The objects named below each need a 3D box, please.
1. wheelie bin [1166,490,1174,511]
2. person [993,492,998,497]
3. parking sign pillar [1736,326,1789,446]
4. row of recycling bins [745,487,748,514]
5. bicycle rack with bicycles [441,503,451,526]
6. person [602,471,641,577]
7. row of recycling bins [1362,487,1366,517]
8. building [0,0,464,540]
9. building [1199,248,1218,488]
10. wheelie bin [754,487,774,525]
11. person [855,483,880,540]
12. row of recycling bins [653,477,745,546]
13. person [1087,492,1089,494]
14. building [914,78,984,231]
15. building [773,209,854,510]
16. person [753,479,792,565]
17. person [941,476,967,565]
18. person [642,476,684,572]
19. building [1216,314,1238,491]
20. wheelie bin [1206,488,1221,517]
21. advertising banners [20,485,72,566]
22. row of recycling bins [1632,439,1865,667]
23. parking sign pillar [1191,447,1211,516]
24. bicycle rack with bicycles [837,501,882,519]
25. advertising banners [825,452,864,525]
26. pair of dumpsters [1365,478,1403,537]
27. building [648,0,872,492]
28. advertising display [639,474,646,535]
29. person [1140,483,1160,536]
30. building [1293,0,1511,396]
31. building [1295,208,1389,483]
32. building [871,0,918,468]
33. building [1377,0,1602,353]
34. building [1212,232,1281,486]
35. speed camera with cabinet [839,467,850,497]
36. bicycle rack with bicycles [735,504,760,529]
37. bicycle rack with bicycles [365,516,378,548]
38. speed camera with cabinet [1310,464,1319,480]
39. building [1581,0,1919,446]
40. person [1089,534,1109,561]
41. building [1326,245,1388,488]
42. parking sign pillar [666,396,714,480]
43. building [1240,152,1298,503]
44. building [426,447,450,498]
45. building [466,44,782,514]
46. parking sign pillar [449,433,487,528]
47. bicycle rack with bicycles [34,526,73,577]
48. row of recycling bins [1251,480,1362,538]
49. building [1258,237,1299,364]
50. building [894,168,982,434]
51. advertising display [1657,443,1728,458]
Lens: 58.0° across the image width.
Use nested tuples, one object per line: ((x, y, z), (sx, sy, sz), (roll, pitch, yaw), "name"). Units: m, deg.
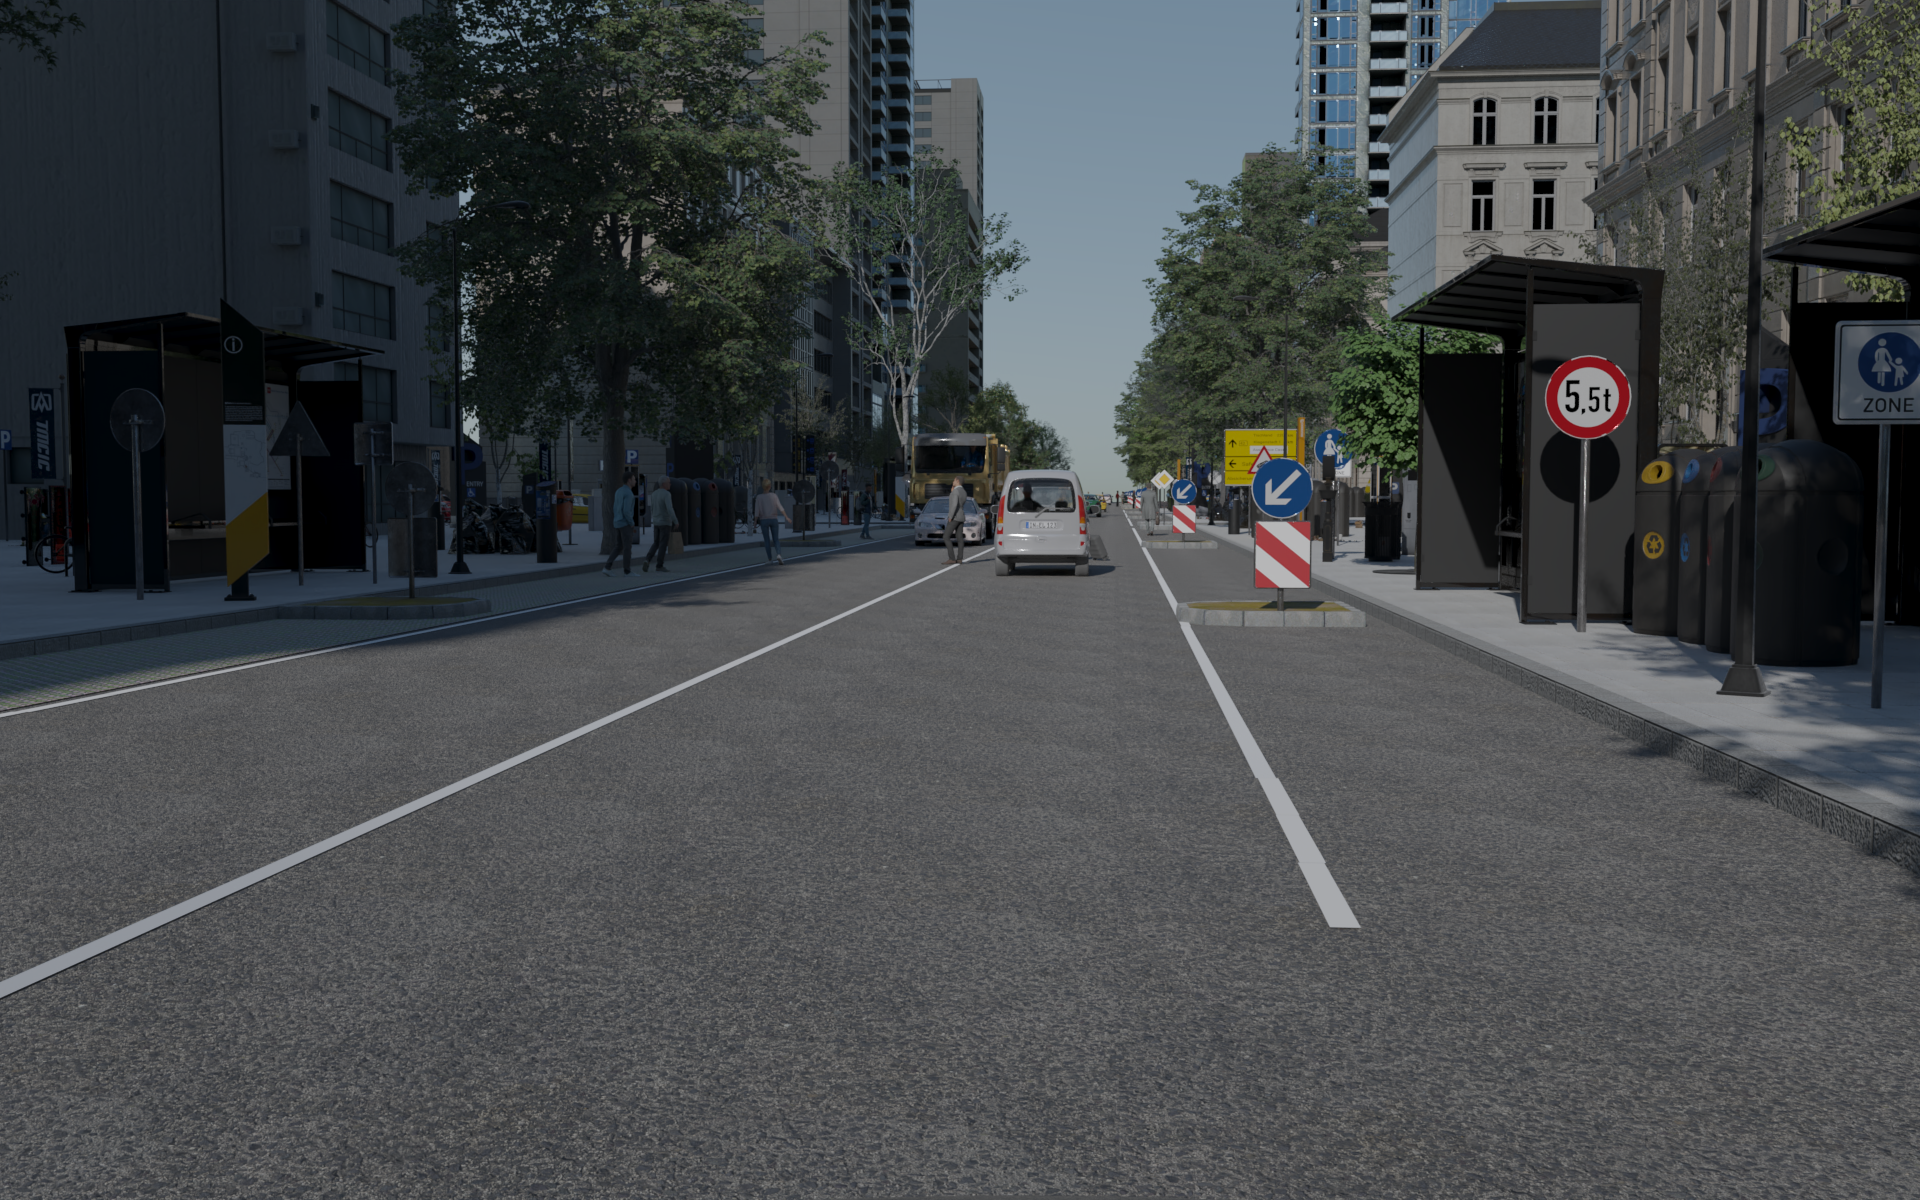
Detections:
((16.169, -7.597, 132.119), (0.980, 1.594, 0.693), (-1, 4, -11), "wheelie bin")
((1.465, -3.419, 64.611), (0.699, 1.804, 1.509), (-2, 4, -32), "person")
((12.640, -2.337, 26.679), (1.447, 3.967, 1.447), (-2, 4, -26), "parking sign pillar")
((-11.364, -5.041, 89.532), (1.069, 1.692, 3.534), (-1, 4, -9), "row of recycling bins")
((-21.719, -3.462, 69.994), (2.852, 0.926, 2.925), (1, 4, 16), "bicycle rack with bicycles")
((-5.846, -1.304, 29.834), (0.620, 1.820, 0.660), (-3, 4, -38), "person")
((22.144, -5.426, 95.834), (1.069, 1.692, 3.534), (3, 5, 44), "row of recycling bins")
((-23.935, -17.272, 54.093), (14.107, 30.474, 14.160), (0, 4, 5), "building")
((49.092, -39.940, 303.133), (14.600, 45.320, 14.200), (0, 4, 5), "building")
((-8.241, -3.979, 72.964), (0.980, 1.594, 0.693), (1, 4, 18), "wheelie bin")
((-2.896, -2.767, 54.095), (0.721, 1.781, 0.623), (1, 4, 8), "person")
((-6.808, -2.271, 44.242), (1.069, 1.692, 3.534), (1, 4, 18), "row of recycling bins")
((17.188, -13.554, 230.628), (0.721, 1.766, 1.217), (-1, 4, -20), "person")
((-4.211, -52.911, 303.348), (20.563, 71.187, 20.611), (0, 4, 5), "building")
((-17.243, -19.116, 131.611), (14.314, 24.678, 30.058), (0, 4, 5), "building")
((-3.748, -1.581, 35.015), (0.731, 1.740, 0.598), (-2, 4, -28), "person")
((-0.110, -1.630, 35.334), (0.473, 1.802, 0.592), (3, 5, 41), "person")
((-5.394, -1.376, 31.490), (0.782, 1.767, 0.515), (3, 5, 43), "person")
((45.497, -29.834, 259.489), (14.160, 30.474, 14.107), (0, 4, 5), "building")
((14.241, -5.430, 96.685), (0.980, 1.594, 0.693), (-1, 4, -22), "wheelie bin")
((-16.462, -2.162, 31.538), (0.090, 3.025, 2.074), (0, 4, 4), "advertising banners")
((6.544, -0.452, 14.506), (1.069, 1.692, 3.534), (0, 4, 6), "row of recycling bins")
((14.012, -6.849, 100.451), (1.447, 3.967, 1.447), (-3, 4, -38), "parking sign pillar")
((-5.020, -4.678, 89.862), (2.925, 0.926, 2.852), (-2, 4, -25), "bicycle rack with bicycles")
((-4.730, -4.606, 71.490), (2.074, 3.025, 0.090), (3, 5, 43), "advertising banners")
((10.402, -2.282, 39.811), (1.574, 2.255, 4.437), (0, 4, 5), "pair of dumpsters")
((-17.014, -44.497, 165.777), (20.563, 71.187, 20.611), (0, 4, 5), "building")
((-10.445, -3.038, 54.882), (0.974, 1.923, 0.123), (0, 4, 4), "advertising display")
((6.540, -3.113, 59.499), (0.694, 1.812, 0.767), (1, 4, 18), "person")
((41.859, -52.489, 170.868), (22.319, 86.520, 31.000), (0, 4, 5), "building")
((33.450, -19.138, 141.792), (11.050, 23.489, 19.941), (0, 4, 5), "building")
((-15.589, -53.767, 191.758), (22.319, 86.520, 31.000), (0, 4, 5), "building")
((46.209, -19.412, 93.796), (44.131, 29.872, 17.030), (0, 4, 5), "building")
((51.943, -38.316, 281.098), (22.147, 44.769, 28.867), (0, 4, 5), "building")
((-8.312, -8.261, 129.407), (0.660, 3.252, 2.038), (2, 4, 24), "speed camera with cabinet")
((-8.575, -3.149, 64.869), (2.925, 0.926, 2.852), (2, 4, 30), "bicycle rack with bicycles")
((-15.665, -1.709, 41.323), (2.925, 0.926, 2.852), (3, 5, 41), "bicycle rack with bicycles")
((19.628, -6.459, 99.947), (2.038, 3.252, 0.660), (-1, 4, -9), "speed camera with cabinet")
((25.758, -15.162, 45.169), (12.463, 27.353, 25.104), (0, 4, 5), "building")
((2.535, -1.715, 36.762), (1.509, 1.804, 0.699), (-2, 4, -33), "person")
((31.703, -15.768, 122.426), (10.561, 19.102, 19.286), (0, 4, 5), "building")
((-7.349, -3.588, 47.130), (1.447, 3.967, 1.447), (-3, 5, -44), "parking sign pillar")
((40.898, -32.166, 209.506), (14.154, 41.232, 14.086), (0, 4, 5), "building")
((-41.156, -17.210, 99.412), (19.932, 24.808, 12.078), (0, 4, 5), "building")
((-19.096, -18.764, 104.056), (12.463, 27.353, 25.104), (0, 4, 5), "building")
((-18.754, -4.745, 66.049), (1.447, 3.967, 1.447), (-3, 5, -43), "parking sign pillar")
((-13.404, -0.895, 28.015), (2.925, 0.926, 2.852), (-1, 4, -12), "bicycle rack with bicycles")
((10.157, -2.705, 51.342), (3.534, 1.692, 1.069), (-2, 4, -31), "row of recycling bins")
((40.304, -25.909, 195.319), (14.160, 30.474, 14.107), (0, 4, 5), "building")
((-8.506, -38.980, 261.029), (21.300, 48.544, 21.600), (0, 4, 5), "building")
((9.303, -1.032, 22.085), (0.974, 1.923, 0.123), (0, 4, -5), "advertising display")
